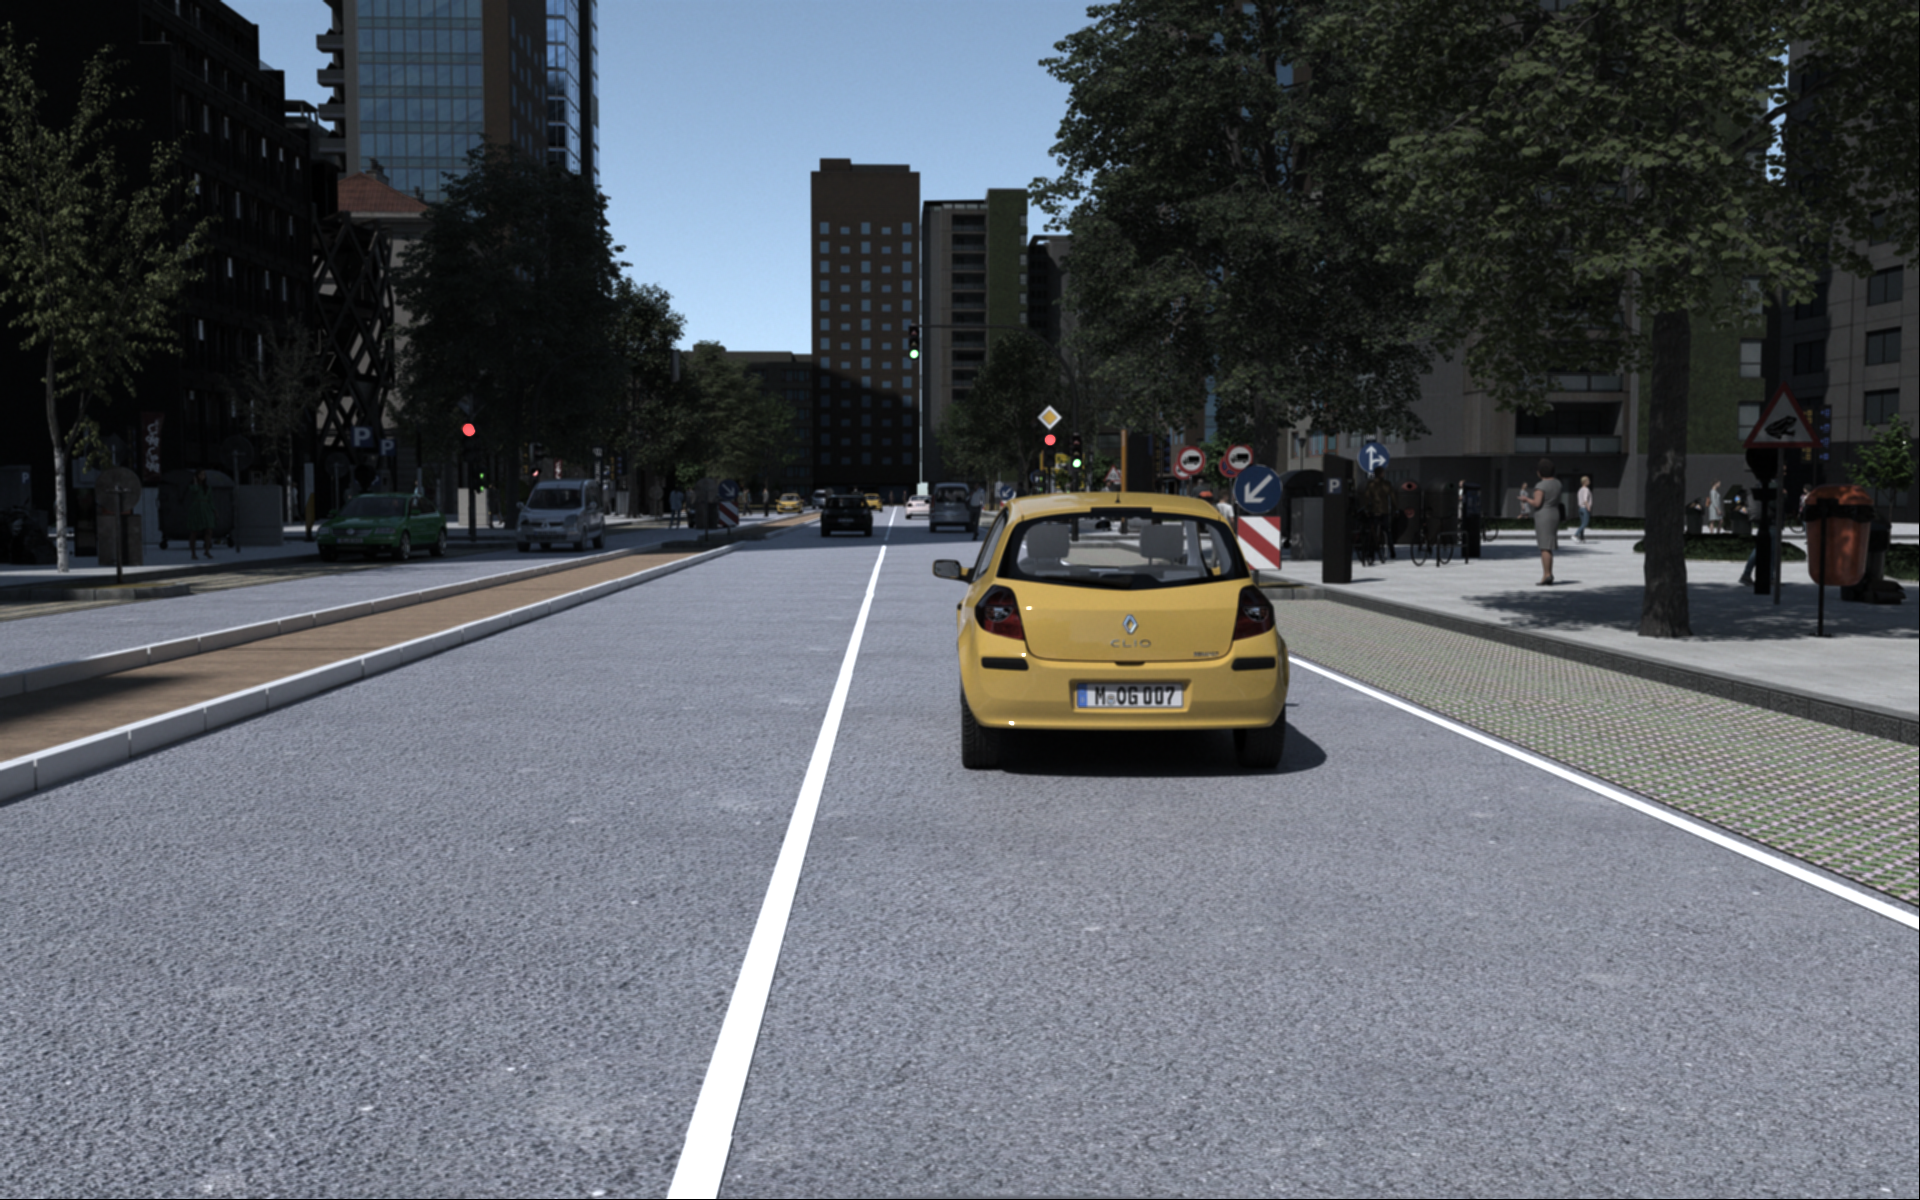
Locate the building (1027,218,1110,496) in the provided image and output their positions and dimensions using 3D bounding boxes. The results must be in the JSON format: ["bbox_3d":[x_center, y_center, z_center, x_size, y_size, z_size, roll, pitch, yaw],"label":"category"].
[{"bbox_3d":[20.873,-33.754,243.750,23.993,40.220,32.217,0,4,-2],"label":"building"}]

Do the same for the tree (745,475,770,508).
[{"bbox_3d":[-19.235,-10.275,162.598,1.663,3.219,1.824,0,3,0],"label":"tree"}]

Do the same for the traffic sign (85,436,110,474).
[{"bbox_3d":[-18.968,-2.338,38.331,0.768,2.556,0.104,0,4,1],"label":"traffic sign"}]

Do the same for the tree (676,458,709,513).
[{"bbox_3d":[-18.740,-8.218,118.072,4.285,4.588,4.351,0,3,0],"label":"tree"}]

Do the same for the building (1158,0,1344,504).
[{"bbox_3d":[23.962,-29.928,139.434,14.600,45.320,14.200,0,4,-2],"label":"building"}]

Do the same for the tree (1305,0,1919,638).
[{"bbox_3d":[6.483,-5.918,14.882,7.486,12.596,7.792,0,3,0],"label":"tree"}]

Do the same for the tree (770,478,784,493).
[{"bbox_3d":[-21.743,-12.916,205.778,1.663,3.219,1.824,0,3,0],"label":"tree"}]

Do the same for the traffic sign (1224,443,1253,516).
[{"bbox_3d":[6.884,-2.606,42.719,0.768,2.556,0.104,0,4,0],"label":"traffic sign"}]

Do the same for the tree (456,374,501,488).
[{"bbox_3d":[-26.009,-8.747,93.383,4.360,8.622,3.978,0,3,0],"label":"tree"}]

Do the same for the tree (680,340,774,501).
[{"bbox_3d":[-18.332,-12.846,128.156,7.486,12.596,7.792,0,3,0],"label":"tree"}]

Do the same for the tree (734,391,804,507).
[{"bbox_3d":[-19.661,-15.251,175.110,9.928,11.665,9.643,0,3,0],"label":"tree"}]

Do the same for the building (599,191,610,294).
[{"bbox_3d":[-63.088,-35.518,235.338,28.867,44.769,22.147,0,4,-2],"label":"building"}]

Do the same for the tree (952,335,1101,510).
[{"bbox_3d":[4.002,-10.181,100.879,8.767,10.594,7.601,0,4,-2],"label":"tree"}]

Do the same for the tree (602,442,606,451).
[{"bbox_3d":[-25.237,-10.143,116.205,4.360,8.622,3.978,0,3,0],"label":"tree"}]

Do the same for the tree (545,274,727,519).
[{"bbox_3d":[-17.042,-10.617,90.591,9.611,12.733,9.660,0,3,0],"label":"tree"}]

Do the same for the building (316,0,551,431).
[{"bbox_3d":[-40.381,-29.661,135.067,14.600,45.320,14.200,0,4,-2],"label":"building"}]

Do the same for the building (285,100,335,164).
[{"bbox_3d":[-72.862,-30.485,182.020,14.086,41.232,14.154,0,4,-2],"label":"building"}]

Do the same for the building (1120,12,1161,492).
[{"bbox_3d":[27.101,-33.167,161.884,23.786,49.044,30.456,0,4,-2],"label":"building"}]

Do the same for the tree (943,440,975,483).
[{"bbox_3d":[0.059,-15.358,201.463,4.360,8.622,3.978,0,3,0],"label":"tree"}]

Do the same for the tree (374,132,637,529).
[{"bbox_3d":[-16.247,-9.559,62.944,9.857,13.997,8.962,0,3,0],"label":"tree"}]

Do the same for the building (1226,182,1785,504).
[{"bbox_3d":[33.533,-16.277,111.167,27.650,21.520,28.899,0,4,-2],"label":"building"}]

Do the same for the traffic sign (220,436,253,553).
[{"bbox_3d":[-15.820,-2.310,37.874,0.768,2.556,0.104,0,4,6],"label":"traffic sign"}]

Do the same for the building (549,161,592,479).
[{"bbox_3d":[-39.899,-23.130,149.878,14.160,30.474,14.107,0,4,-2],"label":"building"}]

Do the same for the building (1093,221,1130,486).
[{"bbox_3d":[20.999,-25.257,184.656,14.160,30.474,14.107,0,4,-2],"label":"building"}]

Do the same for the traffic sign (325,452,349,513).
[{"bbox_3d":[-19.018,-3.229,52.892,0.768,2.556,0.104,0,4,4],"label":"traffic sign"}]

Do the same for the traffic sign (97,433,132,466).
[{"bbox_3d":[-18.152,-2.292,37.203,0.795,2.593,0.064,0,4,5],"label":"traffic sign"}]

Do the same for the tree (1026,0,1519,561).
[{"bbox_3d":[5.929,-7.739,33.187,9.857,13.997,8.962,0,3,0],"label":"tree"}]

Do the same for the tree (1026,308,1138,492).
[{"bbox_3d":[4.706,-7.110,66.608,4.360,8.622,3.978,0,3,0],"label":"tree"}]

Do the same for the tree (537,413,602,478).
[{"bbox_3d":[-25.069,-9.722,109.323,4.360,8.622,3.978,0,3,0],"label":"tree"}]

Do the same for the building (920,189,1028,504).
[{"bbox_3d":[1.739,-33.661,233.955,14.086,41.232,14.154,0,4,-2],"label":"building"}]

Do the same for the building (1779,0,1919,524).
[{"bbox_3d":[51.712,-38.975,75.492,20.611,71.187,20.563,0,4,-2],"label":"building"}]

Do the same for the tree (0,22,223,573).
[{"bbox_3d":[-14.453,-4.758,28.162,4.737,8.622,4.395,0,3,0],"label":"tree"}]

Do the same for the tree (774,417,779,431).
[{"bbox_3d":[-19.085,-13.887,145.187,7.486,12.596,7.792,0,3,0],"label":"tree"}]

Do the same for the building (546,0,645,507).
[{"bbox_3d":[-49.750,-52.873,177.141,31.000,86.520,22.319,0,4,-2],"label":"building"}]

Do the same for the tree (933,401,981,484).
[{"bbox_3d":[0.764,-15.481,178.872,9.928,11.665,9.643,0,3,0],"label":"tree"}]

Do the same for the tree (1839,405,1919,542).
[{"bbox_3d":[20.312,-2.631,37.619,1.663,3.219,1.824,0,3,0],"label":"tree"}]

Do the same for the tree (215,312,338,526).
[{"bbox_3d":[-27.157,-7.275,69.308,4.360,8.622,3.978,0,3,0],"label":"tree"}]

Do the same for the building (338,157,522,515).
[{"bbox_3d":[-37.393,-17.120,116.076,11.583,22.565,21.152,0,4,-2],"label":"building"}]

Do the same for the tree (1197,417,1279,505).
[{"bbox_3d":[11.248,-5.281,70.052,4.285,4.588,4.351,0,3,0],"label":"tree"}]

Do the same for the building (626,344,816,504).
[{"bbox_3d":[-34.315,-24.139,239.704,28.899,21.520,27.650,0,4,-2],"label":"building"}]

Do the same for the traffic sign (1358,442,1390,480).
[{"bbox_3d":[10.138,-2.594,42.517,0.768,2.556,0.104,0,4,5],"label":"traffic sign"}]

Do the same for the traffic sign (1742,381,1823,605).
[{"bbox_3d":[9.488,-1.226,20.043,0.884,2.594,0.081,0,4,6],"label":"traffic sign"}]

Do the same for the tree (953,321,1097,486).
[{"bbox_3d":[4.111,-12.112,115.032,9.611,12.733,9.660,0,3,0],"label":"tree"}]

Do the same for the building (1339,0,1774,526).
[{"bbox_3d":[25.310,-23.973,75.546,14.086,41.232,14.154,0,4,-2],"label":"building"}]

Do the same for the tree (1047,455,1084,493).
[{"bbox_3d":[4.775,-4.896,74.648,1.663,3.219,1.824,0,3,0],"label":"tree"}]

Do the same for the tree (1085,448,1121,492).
[{"bbox_3d":[9.989,-8.605,124.399,4.285,4.588,4.351,0,3,0],"label":"tree"}]

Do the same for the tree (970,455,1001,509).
[{"bbox_3d":[2.493,-12.335,152.042,4.737,8.622,4.395,0,3,0],"label":"tree"}]

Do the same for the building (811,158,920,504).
[{"bbox_3d":[-12.586,-35.725,234.216,14.200,45.320,14.600,0,4,-2],"label":"building"}]

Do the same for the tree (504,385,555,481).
[{"bbox_3d":[-29.661,-10.366,119.853,4.737,8.622,4.395,0,3,0],"label":"tree"}]

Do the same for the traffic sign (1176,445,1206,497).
[{"bbox_3d":[6.061,-2.775,45.475,0.768,2.556,0.104,0,4,4],"label":"traffic sign"}]

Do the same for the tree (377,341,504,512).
[{"bbox_3d":[-25.151,-8.076,82.400,4.737,8.622,4.395,0,3,0],"label":"tree"}]

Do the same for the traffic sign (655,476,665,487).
[{"bbox_3d":[-17.134,-5.923,98.973,0.606,2.300,0.079,0,4,-1],"label":"traffic sign"}]
